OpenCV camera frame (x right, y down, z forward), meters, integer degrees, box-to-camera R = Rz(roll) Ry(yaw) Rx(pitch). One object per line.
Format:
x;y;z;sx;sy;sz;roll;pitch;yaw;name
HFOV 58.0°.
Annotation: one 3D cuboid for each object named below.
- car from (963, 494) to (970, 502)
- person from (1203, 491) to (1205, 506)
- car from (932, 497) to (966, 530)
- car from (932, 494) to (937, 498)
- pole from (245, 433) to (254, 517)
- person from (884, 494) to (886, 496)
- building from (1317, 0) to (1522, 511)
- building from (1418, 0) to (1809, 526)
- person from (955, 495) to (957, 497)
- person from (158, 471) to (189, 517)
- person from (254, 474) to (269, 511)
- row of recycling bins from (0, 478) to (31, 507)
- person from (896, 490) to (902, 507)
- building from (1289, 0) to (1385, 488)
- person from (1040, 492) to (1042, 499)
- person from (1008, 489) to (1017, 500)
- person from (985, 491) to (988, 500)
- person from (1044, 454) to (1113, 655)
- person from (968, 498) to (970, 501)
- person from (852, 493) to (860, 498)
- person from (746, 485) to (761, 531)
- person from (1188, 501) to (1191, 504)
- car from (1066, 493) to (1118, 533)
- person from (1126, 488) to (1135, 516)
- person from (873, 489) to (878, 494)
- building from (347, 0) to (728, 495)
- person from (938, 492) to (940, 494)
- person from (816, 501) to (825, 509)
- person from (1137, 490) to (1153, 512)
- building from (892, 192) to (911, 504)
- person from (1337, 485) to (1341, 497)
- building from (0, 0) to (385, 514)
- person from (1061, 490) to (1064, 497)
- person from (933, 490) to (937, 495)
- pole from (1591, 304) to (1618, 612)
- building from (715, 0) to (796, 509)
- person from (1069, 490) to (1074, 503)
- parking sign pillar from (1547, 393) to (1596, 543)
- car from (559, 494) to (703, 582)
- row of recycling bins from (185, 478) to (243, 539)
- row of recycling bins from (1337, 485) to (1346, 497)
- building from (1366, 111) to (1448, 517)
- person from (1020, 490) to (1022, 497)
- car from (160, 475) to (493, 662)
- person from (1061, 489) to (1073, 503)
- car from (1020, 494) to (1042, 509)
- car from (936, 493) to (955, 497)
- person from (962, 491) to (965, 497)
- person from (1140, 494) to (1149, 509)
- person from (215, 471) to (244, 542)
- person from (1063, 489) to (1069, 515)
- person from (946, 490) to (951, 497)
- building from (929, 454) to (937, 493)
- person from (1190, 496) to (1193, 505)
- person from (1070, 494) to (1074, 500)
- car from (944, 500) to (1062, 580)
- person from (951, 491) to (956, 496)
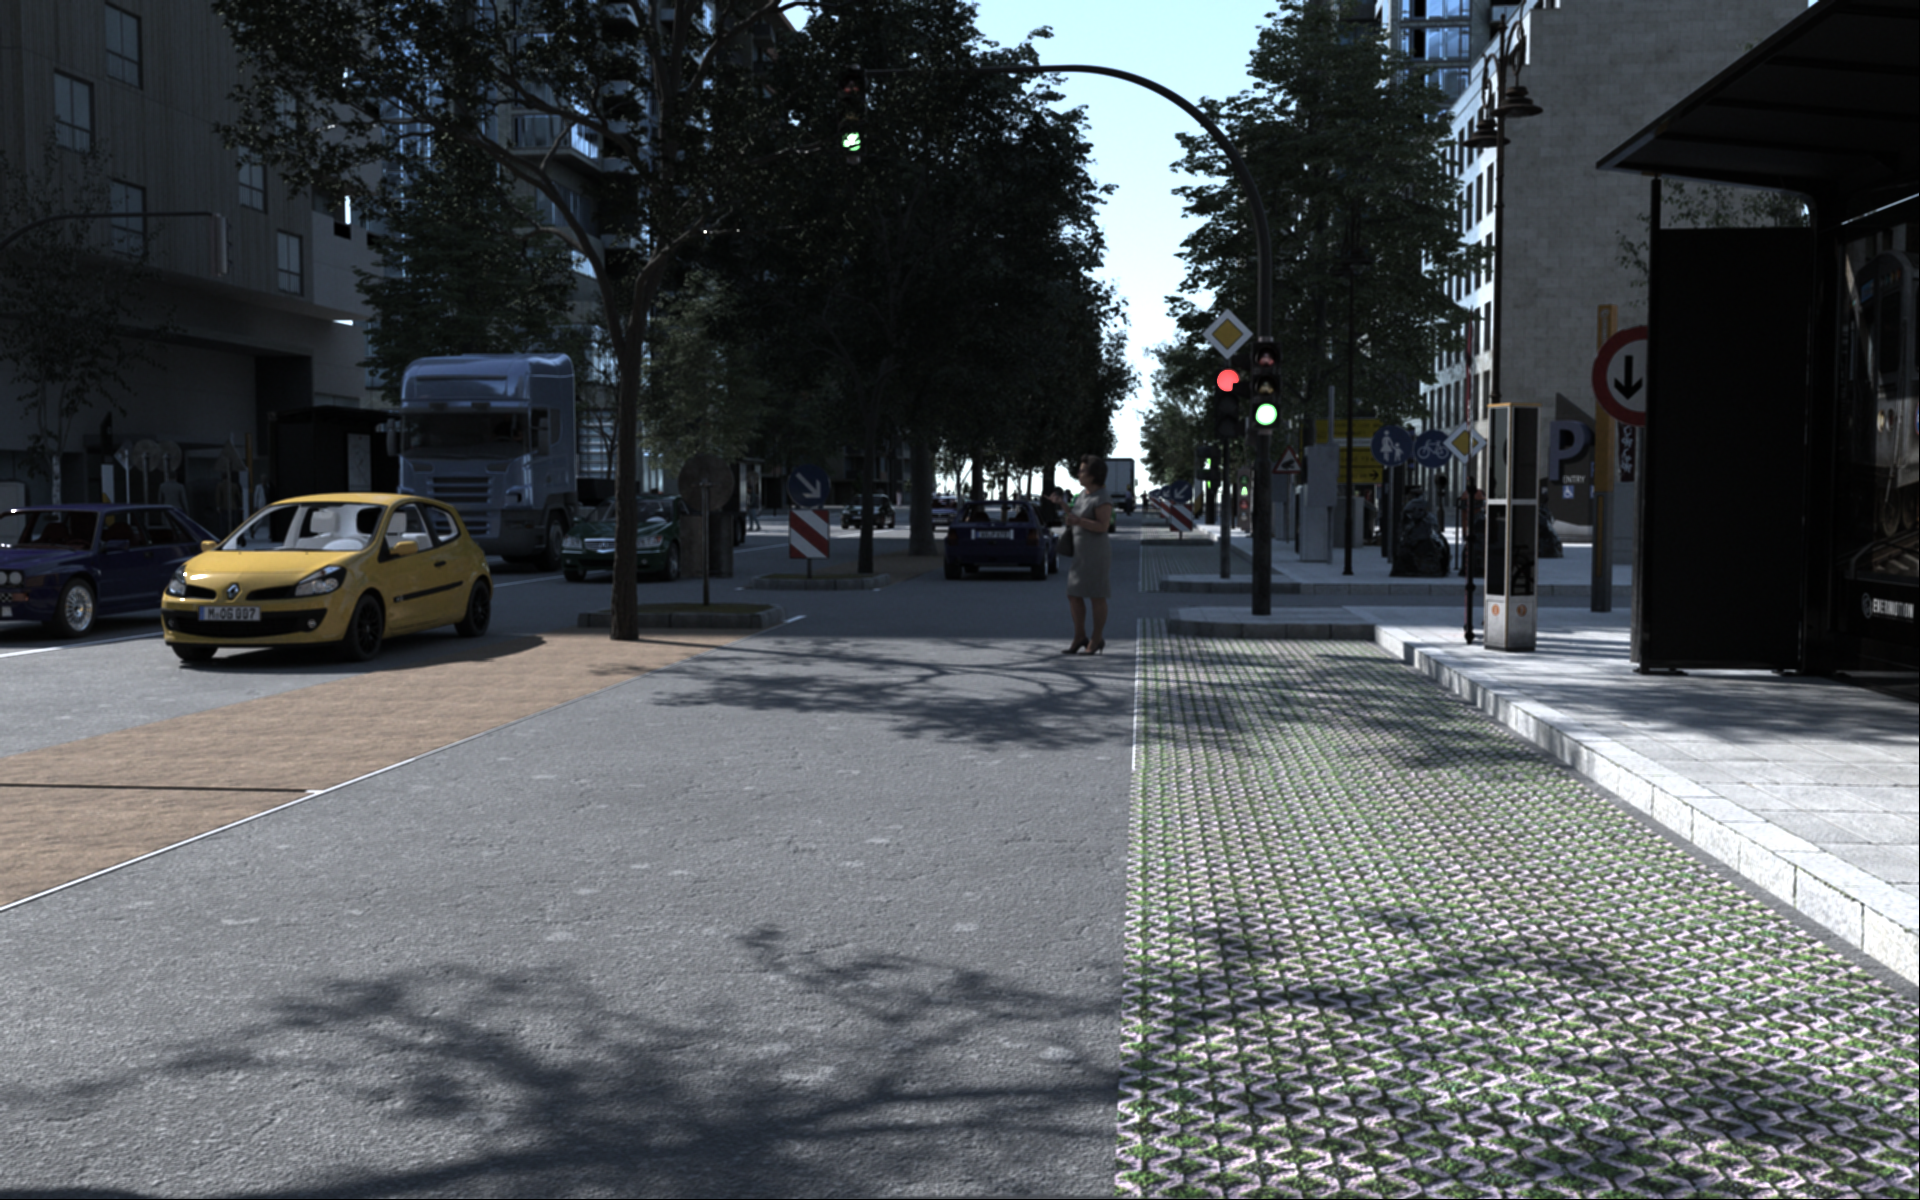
1.011;-9.244;162.930;2.131;1.459;4.920;0;4;5;car
26.316;-10.984;187.098;0.415;1.643;0.593;-3;5;-39;person
-0.550;-3.335;67.109;1.945;1.354;3.894;0;4;7;car
-2.386;-6.883;122.324;2.009;1.686;4.222;0;4;5;car
-23.798;-3.926;58.030;0.158;3.312;0.155;0;3;0;pole
-6.880;-8.750;149.196;1.348;1.812;0.705;1;4;11;person
36.962;-49.221;117.440;22.319;86.520;31.000;0;4;6;building
25.170;-13.136;69.520;10.420;20.320;16.860;0;4;6;building
-0.239;-10.335;178.180;1.217;1.736;0.721;3;4;37;person
-17.707;-2.016;39.103;0.694;1.812;0.767;0;4;-6;person
-19.433;-2.593;48.318;0.818;1.842;0.514;1;4;19;person
-24.553;-2.249;43.879;1.069;1.692;3.534;-1;4;-9;row of recycling bins
-6.190;-10.332;175.646;0.551;1.740;0.621;-1;4;-17;person
40.437;-32.382;149.059;23.786;49.044;30.456;0;4;6;building
9.618;-11.936;204.378;0.721;1.743;1.217;2;4;28;person
4.632;-8.381;145.486;1.348;1.831;0.705;0;4;3;person
3.757;-14.867;249.568;0.683;1.767;0.568;1;4;15;person
1.043;-0.403;15.445;0.532;1.782;0.716;-1;4;-23;person
0.875;-7.157;125.522;0.705;1.824;1.348;-1;4;-19;person
-8.701;-8.647;147.514;1.348;1.812;0.705;-3;4;-37;person
-8.100;-3.582;67.419;0.721;1.781;0.623;-2;4;-31;person
30.706;-13.680;231.176;0.415;1.643;0.593;3;4;39;person
4.958;-3.449;65.189;1.959;1.807;4.718;0;4;6;car
11.380;-6.550;115.458;0.599;1.838;0.709;-1;4;-18;person
-6.086;-7.047;123.723;1.348;1.822;0.705;2;4;30;person
-28.914;-49.319;119.043;22.319;86.520;31.000;0;4;6;building
-1.874;-8.790;153.679;0.415;1.643;0.593;0;4;5;person
-7.914;-5.528;98.902;0.581;1.822;0.654;2;4;32;person
13.773;-7.326;128.994;1.217;1.743;0.721;0;4;4;person
-16.977;-37.494;236.731;21.300;48.544;21.600;0;4;6;building
10.453;-2.535;48.035;0.362;1.759;0.519;1;4;16;person
-38.850;-28.985;63.152;28.713;52.752;27.495;0;4;6;building
8.712;-8.485;147.316;0.705;1.812;1.348;-1;4;-16;person
-2.754;-11.025;187.246;0.756;1.711;0.436;2;4;27;person
6.988;-1.525;18.781;0.158;3.312;0.155;0;3;0;pole
-25.903;-30.319;150.335;22.147;44.769;28.867;0;4;6;building
10.192;-9.334;161.065;1.348;1.831;0.705;-2;4;-34;person
16.155;-3.494;45.604;1.447;3.967;1.447;-2;4;-34;parking sign pillar
-5.449;-1.109;29.933;2.131;1.459;4.920;0;4;5;car
-19.763;-2.370;45.856;1.069;1.692;3.534;-1;4;-11;row of recycling bins
10.756;-2.644;50.338;1.069;1.692;3.534;1;4;18;row of recycling bins
27.965;-15.454;88.835;11.583;22.565;21.152;0;4;6;building
4.301;-6.927;122.678;0.530;1.710;0.541;-1;4;-17;person
-5.773;-0.358;16.073;2.015;1.641;3.980;0;4;6;car
8.019;-7.372;129.059;1.348;1.821;0.705;-1;4;-22;person
4.795;-6.647;118.457;2.009;1.686;4.222;0;4;6;car
-1.273;-8.028;140.296;2.155;1.783;4.494;0;4;8;car
0.289;-9.754;168.695;1.217;1.735;0.721;2;4;28;person
14.853;-7.831;139.731;0.799;1.438;0.628;1;4;17;person
-17.696;-2.205;42.002;0.836;1.842;0.656;1;4;11;person
7.170;-6.607;117.193;0.621;1.740;0.551;-3;5;-40;person
-0.755;-7.203;126.717;0.568;1.767;0.683;-1;4;-9;person
-11.227;-34.903;254.258;14.154;41.232;14.086;0;4;6;building
25.168;-11.151;188.503;0.705;1.807;1.348;2;4;27;person
9.130;-7.820;139.547;0.628;1.438;0.799;1;4;9;person
0.775;-1.082;30.265;1.945;1.354;3.894;0;4;7;car
-1.121;-15.635;261.757;1.350;1.814;0.705;-3;5;-41;person
